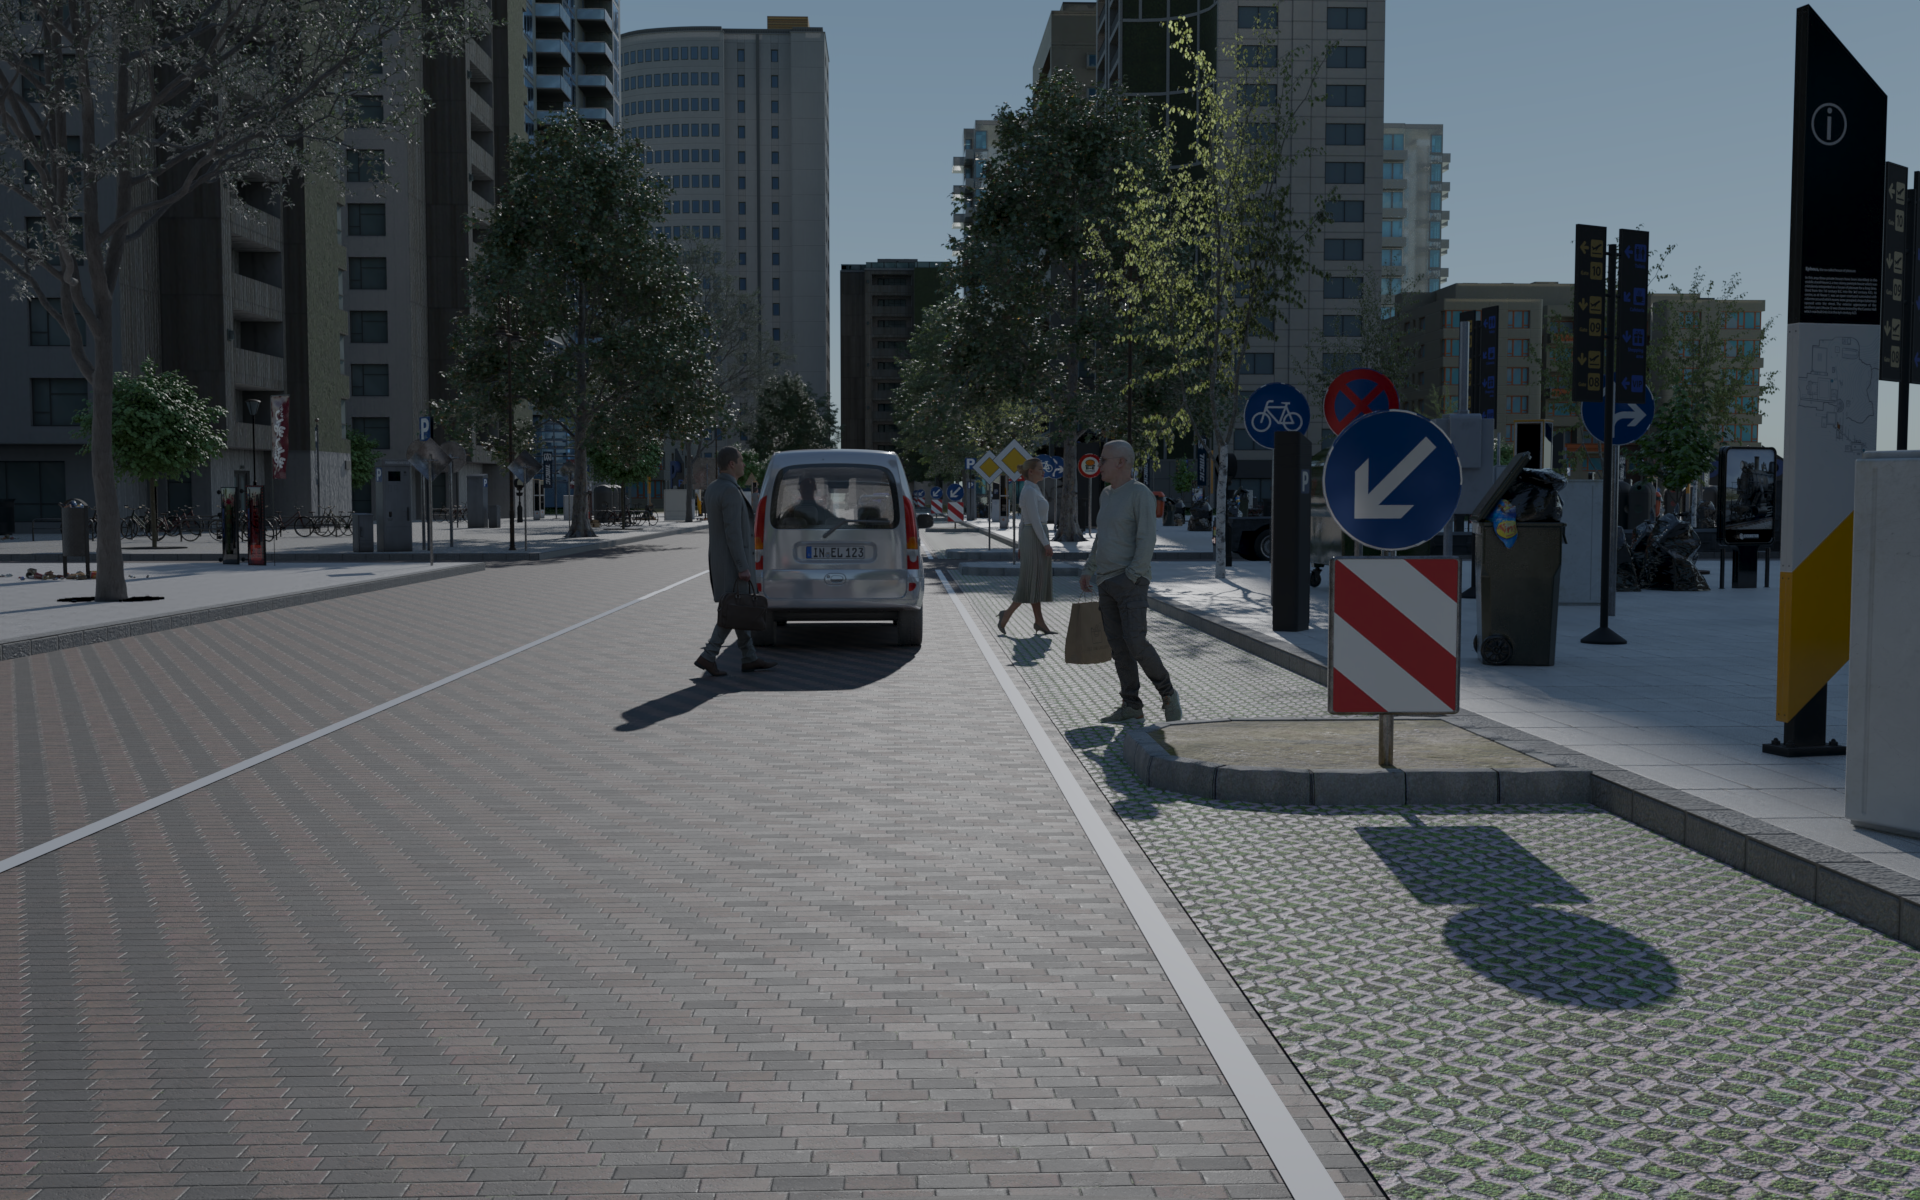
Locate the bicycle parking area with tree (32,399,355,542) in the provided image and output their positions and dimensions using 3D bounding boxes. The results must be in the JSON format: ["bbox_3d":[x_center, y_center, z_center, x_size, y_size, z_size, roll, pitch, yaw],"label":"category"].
[{"bbox_3d":[-21.661,-3.859,50.101,9.016,4.147,8.231,1,4,21],"label":"bicycle parking area with tree"}]

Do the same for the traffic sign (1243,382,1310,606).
[{"bbox_3d":[3.613,-1.207,19.844,0.768,2.556,0.104,0,4,-1],"label":"traffic sign"}]

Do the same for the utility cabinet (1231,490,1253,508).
[{"bbox_3d":[15.487,-5.296,95.270,1.173,1.500,0.318,1,4,15],"label":"utility cabinet"}]

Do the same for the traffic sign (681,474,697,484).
[{"bbox_3d":[-14.813,-5.791,94.686,0.884,2.594,0.081,0,4,7],"label":"traffic sign"}]

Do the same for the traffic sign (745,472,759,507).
[{"bbox_3d":[-12.459,-6.337,103.611,0.884,2.594,0.081,0,4,8],"label":"traffic sign"}]

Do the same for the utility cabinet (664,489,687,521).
[{"bbox_3d":[-13.374,-4.471,81.781,1.173,1.500,0.318,-2,4,-24],"label":"utility cabinet"}]

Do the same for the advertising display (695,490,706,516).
[{"bbox_3d":[-15.089,-5.837,100.653,0.123,1.923,0.974,-3,5,-44],"label":"advertising display"}]

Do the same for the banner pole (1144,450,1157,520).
[{"bbox_3d":[9.344,-5.860,85.836,0.863,3.779,0.401,1,4,22],"label":"banner pole"}]

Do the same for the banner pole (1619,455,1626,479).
[{"bbox_3d":[37.385,-6.613,98.146,0.401,3.779,0.863,-2,4,-28],"label":"banner pole"}]

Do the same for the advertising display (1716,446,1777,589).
[{"bbox_3d":[10.697,-1.122,23.565,0.974,1.923,0.123,-2,4,-25],"label":"advertising display"}]

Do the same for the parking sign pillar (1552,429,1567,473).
[{"bbox_3d":[24.591,-5.119,72.163,1.447,3.967,1.447,3,5,45],"label":"parking sign pillar"}]

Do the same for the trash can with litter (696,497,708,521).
[{"bbox_3d":[-12.227,-4.462,84.007,1.678,1.210,2.233,0,4,-5],"label":"trash can with litter"}]

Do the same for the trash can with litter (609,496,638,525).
[{"bbox_3d":[-14.458,-3.821,73.536,1.678,1.210,2.233,1,4,16],"label":"trash can with litter"}]

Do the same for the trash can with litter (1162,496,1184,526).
[{"bbox_3d":[8.443,-3.537,69.212,1.055,1.170,0.624,-3,5,-42],"label":"trash can with litter"}]

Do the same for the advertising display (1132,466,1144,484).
[{"bbox_3d":[3.953,-2.108,39.686,0.123,1.923,0.974,-1,4,-19],"label":"advertising display"}]

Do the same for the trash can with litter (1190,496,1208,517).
[{"bbox_3d":[12.668,-4.870,91.005,1.055,1.170,0.624,-1,4,-12],"label":"trash can with litter"}]

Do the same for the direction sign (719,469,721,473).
[{"bbox_3d":[-13.190,-6.339,95.634,0.379,3.537,0.876,-1,4,-18],"label":"direction sign"}]

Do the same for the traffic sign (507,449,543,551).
[{"bbox_3d":[-9.770,-2.159,38.937,0.795,2.450,0.064,0,4,-2],"label":"traffic sign"}]

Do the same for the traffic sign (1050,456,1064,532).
[{"bbox_3d":[3.202,-3.541,57.998,0.768,2.556,0.104,0,4,7],"label":"traffic sign"}]

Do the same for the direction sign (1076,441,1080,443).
[{"bbox_3d":[4.612,-4.821,70.822,0.876,3.537,0.379,3,5,40],"label":"direction sign"}]

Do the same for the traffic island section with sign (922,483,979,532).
[{"bbox_3d":[-0.307,-3.454,65.098,1.989,1.847,2.006,0,4,-2],"label":"traffic island section with sign"}]

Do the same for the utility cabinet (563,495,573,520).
[{"bbox_3d":[-18.862,-4.500,84.733,1.020,1.237,0.306,-1,4,-21],"label":"utility cabinet"}]

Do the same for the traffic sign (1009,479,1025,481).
[{"bbox_3d":[2.202,-4.296,70.241,0.884,2.594,0.081,0,4,4],"label":"traffic sign"}]

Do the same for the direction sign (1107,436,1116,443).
[{"bbox_3d":[5.185,-3.970,56.900,0.876,3.537,0.379,3,5,43],"label":"direction sign"}]

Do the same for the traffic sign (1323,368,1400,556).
[{"bbox_3d":[4.055,-1.069,17.578,0.768,2.556,0.104,0,4,4],"label":"traffic sign"}]

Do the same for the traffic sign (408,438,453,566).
[{"bbox_3d":[-9.457,-1.671,30.958,0.795,2.450,0.064,0,4,-2],"label":"traffic sign"}]

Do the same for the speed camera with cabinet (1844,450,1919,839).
[{"bbox_3d":[4.444,-0.759,6.753,2.038,3.252,0.660,-2,4,-24],"label":"speed camera with cabinet"}]

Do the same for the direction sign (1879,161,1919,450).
[{"bbox_3d":[6.622,-1.233,12.165,0.876,3.537,0.379,-3,5,-41],"label":"direction sign"}]

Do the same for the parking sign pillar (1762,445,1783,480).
[{"bbox_3d":[44.515,-6.497,94.700,1.447,3.967,1.447,1,4,16],"label":"parking sign pillar"}]

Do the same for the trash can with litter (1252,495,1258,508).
[{"bbox_3d":[16.367,-5.334,98.266,2.233,1.210,1.678,3,5,43],"label":"trash can with litter"}]

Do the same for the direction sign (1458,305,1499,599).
[{"bbox_3d":[6.347,-1.792,21.290,0.379,3.537,0.876,-1,4,-13],"label":"direction sign"}]

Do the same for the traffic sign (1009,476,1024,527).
[{"bbox_3d":[2.084,-4.154,67.925,0.884,2.594,0.081,0,4,1],"label":"traffic sign"}]

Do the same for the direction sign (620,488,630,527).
[{"bbox_3d":[-12.954,-4.577,66.835,0.379,3.537,0.876,-2,4,-26],"label":"direction sign"}]

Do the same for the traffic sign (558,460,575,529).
[{"bbox_3d":[-13.138,-3.490,58.239,0.795,2.450,0.064,0,4,4],"label":"traffic sign"}]

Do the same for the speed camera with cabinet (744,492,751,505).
[{"bbox_3d":[-14.620,-7.295,113.606,0.660,3.252,2.038,3,5,40],"label":"speed camera with cabinet"}]

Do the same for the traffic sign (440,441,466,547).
[{"bbox_3d":[-12.290,-2.550,41.798,0.768,2.556,0.104,0,4,6],"label":"traffic sign"}]

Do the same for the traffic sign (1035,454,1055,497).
[{"bbox_3d":[2.664,-3.383,55.424,0.768,2.556,0.104,0,4,2],"label":"traffic sign"}]

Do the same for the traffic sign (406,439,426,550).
[{"bbox_3d":[-12.299,-2.420,39.669,0.768,2.556,0.104,0,4,1],"label":"traffic sign"}]

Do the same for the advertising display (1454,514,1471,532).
[{"bbox_3d":[15.951,-3.064,55.315,0.974,1.923,0.123,-2,4,-30],"label":"advertising display"}]

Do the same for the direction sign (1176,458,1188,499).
[{"bbox_3d":[13.911,-7.131,108.592,0.876,3.537,0.379,-1,4,-23],"label":"direction sign"}]

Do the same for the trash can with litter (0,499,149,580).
[{"bbox_3d":[-13.683,-0.942,26.452,2.233,1.210,1.678,2,4,25],"label":"trash can with litter"}]

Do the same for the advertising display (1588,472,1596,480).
[{"bbox_3d":[18.713,-2.821,51.341,0.123,1.923,0.974,2,4,25],"label":"advertising display"}]

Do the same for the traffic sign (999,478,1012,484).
[{"bbox_3d":[2.588,-5.918,96.867,0.768,2.556,0.104,0,4,0],"label":"traffic sign"}]

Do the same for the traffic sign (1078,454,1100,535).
[{"bbox_3d":[4.091,-3.325,54.476,0.768,2.556,0.104,0,4,7],"label":"traffic sign"}]

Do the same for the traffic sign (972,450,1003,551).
[{"bbox_3d":[0.667,-2.182,39.324,0.795,2.450,0.064,0,4,-2],"label":"traffic sign"}]

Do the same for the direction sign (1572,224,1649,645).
[{"bbox_3d":[5.544,-1.395,14.812,0.876,3.537,0.379,-2,4,-29],"label":"direction sign"}]

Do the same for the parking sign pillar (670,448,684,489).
[{"bbox_3d":[-16.578,-6.921,101.631,1.447,3.967,1.447,-2,4,-27],"label":"parking sign pillar"}]

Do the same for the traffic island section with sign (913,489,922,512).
[{"bbox_3d":[-1.378,-5.123,92.384,1.989,1.847,2.006,0,4,-2],"label":"traffic island section with sign"}]

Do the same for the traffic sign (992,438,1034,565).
[{"bbox_3d":[0.980,-1.694,31.345,0.795,2.450,0.064,0,4,-2],"label":"traffic sign"}]

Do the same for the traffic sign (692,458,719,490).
[{"bbox_3d":[-13.788,-6.286,96.646,2.265,3.308,0.079,0,4,1],"label":"traffic sign"}]

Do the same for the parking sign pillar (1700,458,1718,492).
[{"bbox_3d":[42.884,-6.736,98.613,1.447,3.967,1.447,-3,4,-37],"label":"parking sign pillar"}]

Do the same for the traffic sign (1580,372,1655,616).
[{"bbox_3d":[6.857,-1.104,18.154,0.768,2.556,0.104,0,4,1],"label":"traffic sign"}]

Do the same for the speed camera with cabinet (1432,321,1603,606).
[{"bbox_3d":[6.483,-1.577,20.113,2.038,3.252,0.660,0,4,2],"label":"speed camera with cabinet"}]

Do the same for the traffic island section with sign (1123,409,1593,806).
[{"bbox_3d":[1.886,-0.015,8.867,1.989,1.847,2.006,0,4,-2],"label":"traffic island section with sign"}]

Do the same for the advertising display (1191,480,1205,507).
[{"bbox_3d":[10.834,-4.501,78.805,0.123,1.923,0.974,-2,4,-24],"label":"advertising display"}]
